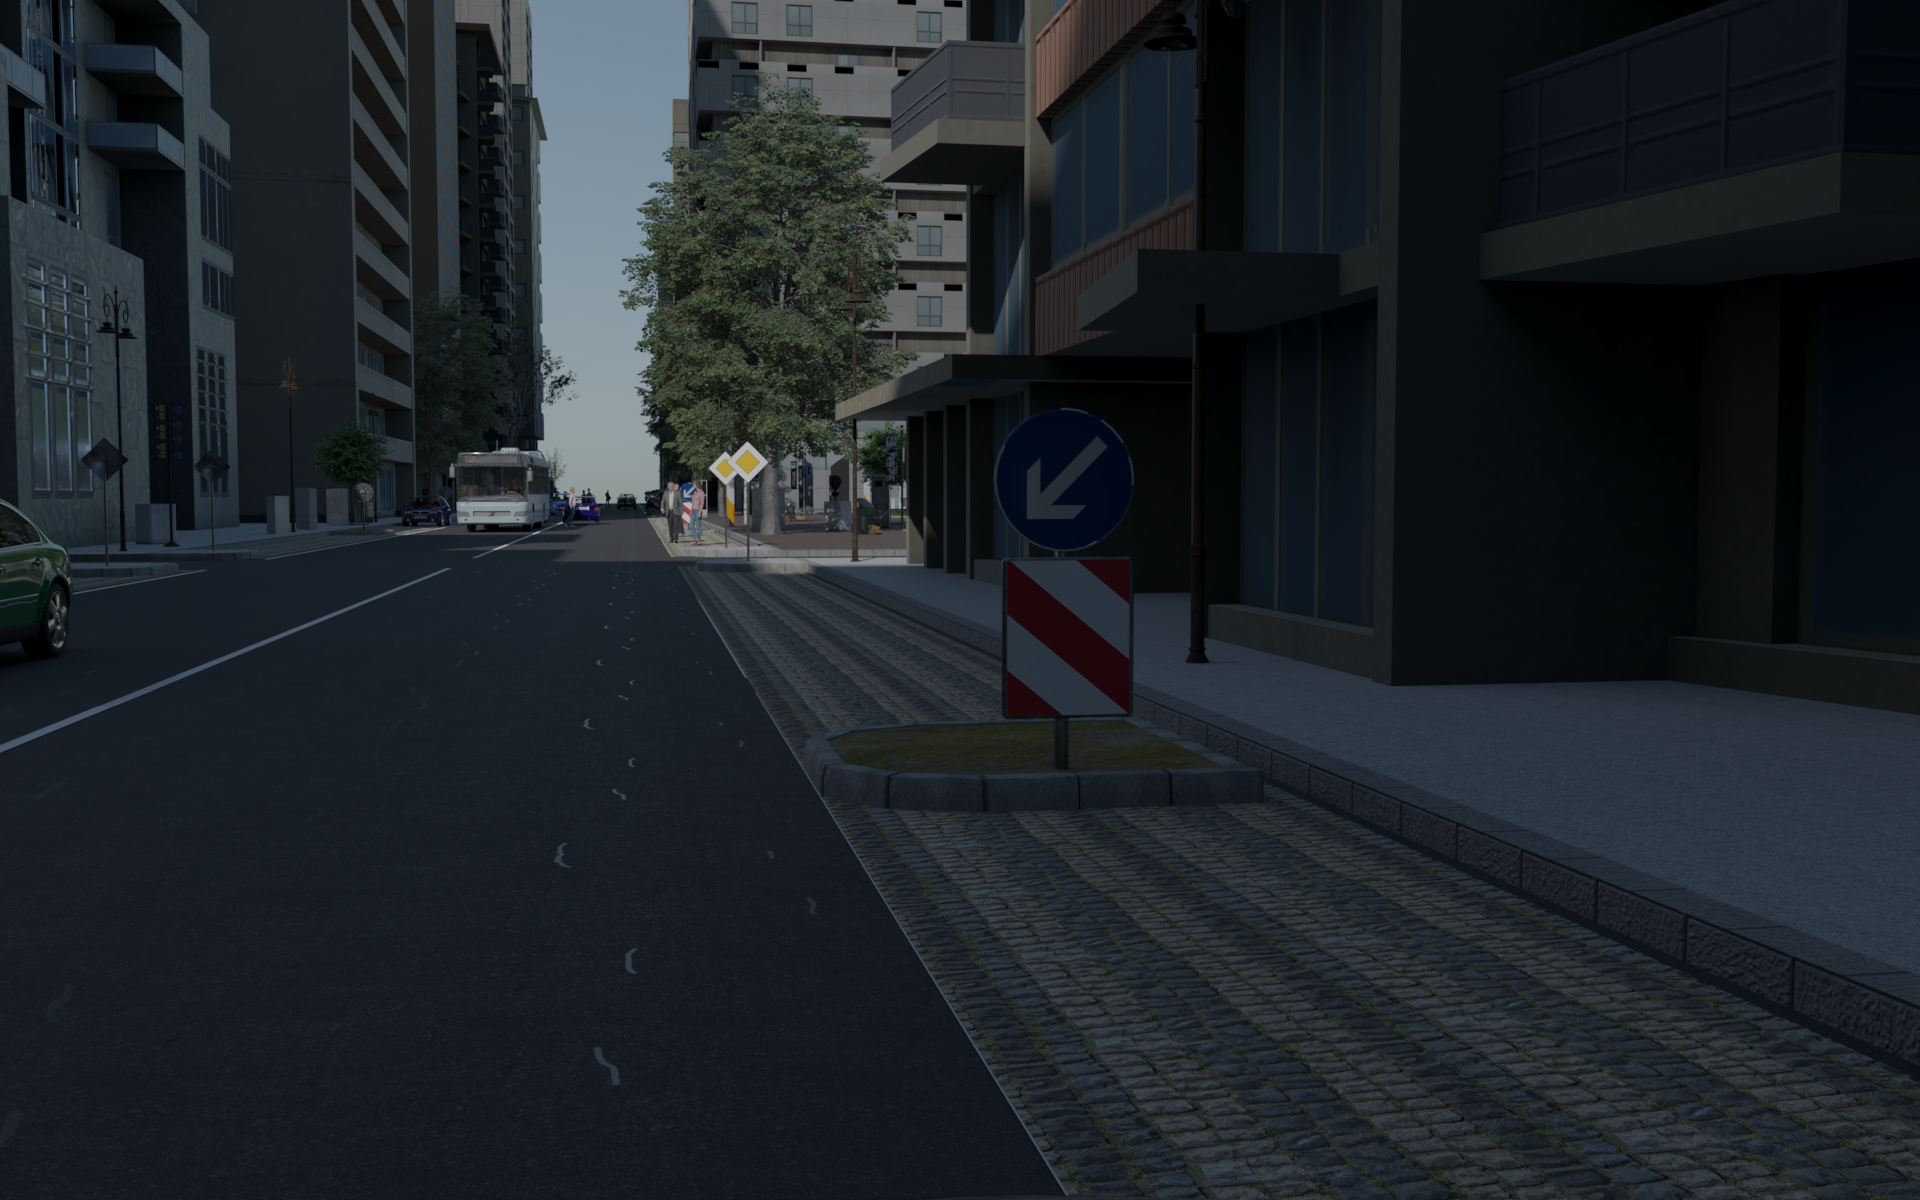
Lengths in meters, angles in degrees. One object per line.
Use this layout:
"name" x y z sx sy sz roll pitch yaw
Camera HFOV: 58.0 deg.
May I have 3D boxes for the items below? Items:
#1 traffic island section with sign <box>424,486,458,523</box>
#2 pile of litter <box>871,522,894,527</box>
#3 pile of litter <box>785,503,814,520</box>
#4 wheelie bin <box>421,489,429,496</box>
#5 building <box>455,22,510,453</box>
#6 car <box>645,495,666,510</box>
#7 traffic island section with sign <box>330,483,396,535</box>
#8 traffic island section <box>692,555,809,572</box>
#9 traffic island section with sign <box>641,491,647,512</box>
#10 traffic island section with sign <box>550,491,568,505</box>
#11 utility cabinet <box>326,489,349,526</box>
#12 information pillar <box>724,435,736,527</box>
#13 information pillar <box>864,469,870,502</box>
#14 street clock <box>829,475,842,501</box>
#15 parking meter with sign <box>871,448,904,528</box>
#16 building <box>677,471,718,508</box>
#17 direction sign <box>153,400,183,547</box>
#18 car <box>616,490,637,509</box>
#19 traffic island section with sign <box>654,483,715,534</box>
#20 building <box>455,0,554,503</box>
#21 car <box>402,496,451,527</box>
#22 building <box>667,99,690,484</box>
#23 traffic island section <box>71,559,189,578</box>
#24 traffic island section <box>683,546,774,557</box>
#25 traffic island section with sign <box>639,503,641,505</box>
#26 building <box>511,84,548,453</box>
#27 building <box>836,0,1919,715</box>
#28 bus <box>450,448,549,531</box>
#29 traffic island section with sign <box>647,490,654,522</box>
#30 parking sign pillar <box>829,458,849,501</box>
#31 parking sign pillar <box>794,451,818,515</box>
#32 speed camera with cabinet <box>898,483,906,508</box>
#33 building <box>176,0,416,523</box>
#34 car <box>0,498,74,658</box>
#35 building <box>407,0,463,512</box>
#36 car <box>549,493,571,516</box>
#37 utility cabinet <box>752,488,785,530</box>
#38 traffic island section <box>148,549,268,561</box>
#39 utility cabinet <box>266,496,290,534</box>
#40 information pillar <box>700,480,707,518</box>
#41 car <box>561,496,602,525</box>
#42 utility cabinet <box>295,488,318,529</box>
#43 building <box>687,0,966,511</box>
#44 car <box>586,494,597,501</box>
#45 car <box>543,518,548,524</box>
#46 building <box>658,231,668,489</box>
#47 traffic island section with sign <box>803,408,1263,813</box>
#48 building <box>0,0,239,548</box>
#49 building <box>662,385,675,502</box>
"traffic island section with sign" -25.977 -4.827 87.547 1.989 1.847 2.006 -1 4 -11
"pile of litter" -3.223 -3.354 68.795 1.719 0.858 1.176 3 4 38
"pile of litter" -8.335 -4.520 87.867 1.176 0.858 1.719 1 4 13
"wheelie bin" -33.906 -6.271 110.431 0.980 1.594 0.693 -1 4 -14
"building" -53.199 -30.780 157.882 22.147 44.769 28.867 -1 4 -11
"car" -26.926 -8.614 153.413 1.945 1.354 3.894 -1 4 -10
"traffic island section with sign" -20.879 -3.182 60.646 1.989 1.847 2.006 -1 4 -11
"traffic island section" -4.019 -0.660 33.064 2.009 0.180 2.903 -1 4 -11
"traffic island section with sign" -24.401 -7.984 139.174 1.989 1.847 2.006 -1 4 -11
"traffic island section with sign" -50.641 -12.811 218.091 1.989 1.847 2.006 -1 4 -11
"utility cabinet" -24.985 -3.718 69.473 1.173 1.500 0.318 3 5 41
"information pillar" -8.894 -4.619 66.874 0.504 3.616 0.183 3 5 43
"information pillar" -4.994 -6.215 92.965 0.183 3.616 0.504 -3 4 -39
"street clock" -4.783 -3.784 66.443 0.471 2.002 0.358 0 4 3
"parking meter with sign" -2.975 -4.198 64.897 1.738 3.016 0.543 0 4 3
"building" -16.773 -44.500 165.835 20.563 71.187 20.611 -1 4 -11
"direction sign" -19.218 -3.066 42.119 0.379 3.537 0.876 1 4 19
"car" -31.530 -9.486 163.887 1.959 1.807 4.718 -1 4 -10
"traffic island section with sign" -9.831 -3.267 62.038 1.989 1.847 2.006 -1 4 -11
"building" -69.526 -49.583 248.936 20.563 71.187 20.611 -1 4 -11
"car" -23.755 -3.949 77.148 1.945 1.354 3.894 -1 4 -9
"building" -23.309 -30.590 183.748 14.154 41.232 14.086 -1 4 -11
"traffic island section" -15.263 -0.530 30.952 2.009 0.180 2.903 -1 4 -11
"traffic island section" -5.501 -1.139 40.911 2.009 0.180 2.903 -1 4 -11
"traffic island section with sign" -29.413 -9.604 165.661 1.989 1.847 2.006 -1 4 -11
"building" -68.524 -38.879 224.914 28.713 52.752 27.495 -1 4 -11
"building" 10.785 -22.355 20.126 22.147 44.769 28.867 -1 4 -11
"bus" -18.250 -4.569 69.562 2.948 3.499 13.247 -1 4 -10
"traffic island section with sign" -15.043 -4.952 89.599 1.989 1.847 2.006 -1 4 -11
"parking sign pillar" -7.927 -7.656 113.649 1.447 3.967 1.447 -2 4 -29
"parking sign pillar" -9.474 -7.226 106.615 1.447 3.967 1.447 1 4 18
"speed camera with cabinet" -3.477 -6.844 106.236 0.660 3.252 2.038 0 4 -1
"building" -39.112 -28.137 83.745 21.300 48.544 21.600 -1 4 -11
"car" -8.537 -0.300 13.698 1.959 1.807 4.718 -1 4 -11
"building" -41.763 -28.563 117.108 14.600 45.320 14.200 -1 4 -11
"car" -26.754 -6.568 116.984 1.945 1.707 3.694 -1 4 -12
"utility cabinet" -6.833 -3.246 61.759 1.173 1.500 0.318 -2 4 -34
"traffic island section" -16.745 -1.010 38.799 2.009 0.180 2.903 -1 4 -11
"utility cabinet" -21.969 -2.729 55.777 0.306 1.237 1.020 0 4 4
"information pillar" -13.491 -5.299 91.124 0.304 2.012 0.304 -2 4 -24
"car" -17.923 -4.246 82.003 1.945 1.354 3.894 -1 4 -12
"utility cabinet" -23.638 -3.302 62.660 0.318 1.500 1.173 -3 5 -44
"building" -8.399 -33.876 143.103 28.713 52.752 27.495 -1 4 -11
"car" -52.911 -14.505 247.381 2.015 1.641 3.980 -1 4 -12
"car" -21.161 -4.424 84.699 2.083 1.381 4.827 -1 4 -12
"building" -39.179 -35.613 265.870 14.154 41.232 14.086 -1 4 -11
"traffic island section with sign" 0.240 -0.006 8.726 1.989 1.847 2.006 -1 4 -11
"building" -34.343 -44.991 48.279 22.319 86.520 31.000 -1 4 -11
"building" -28.055 -24.516 245.873 27.650 21.520 28.899 -1 4 -11
